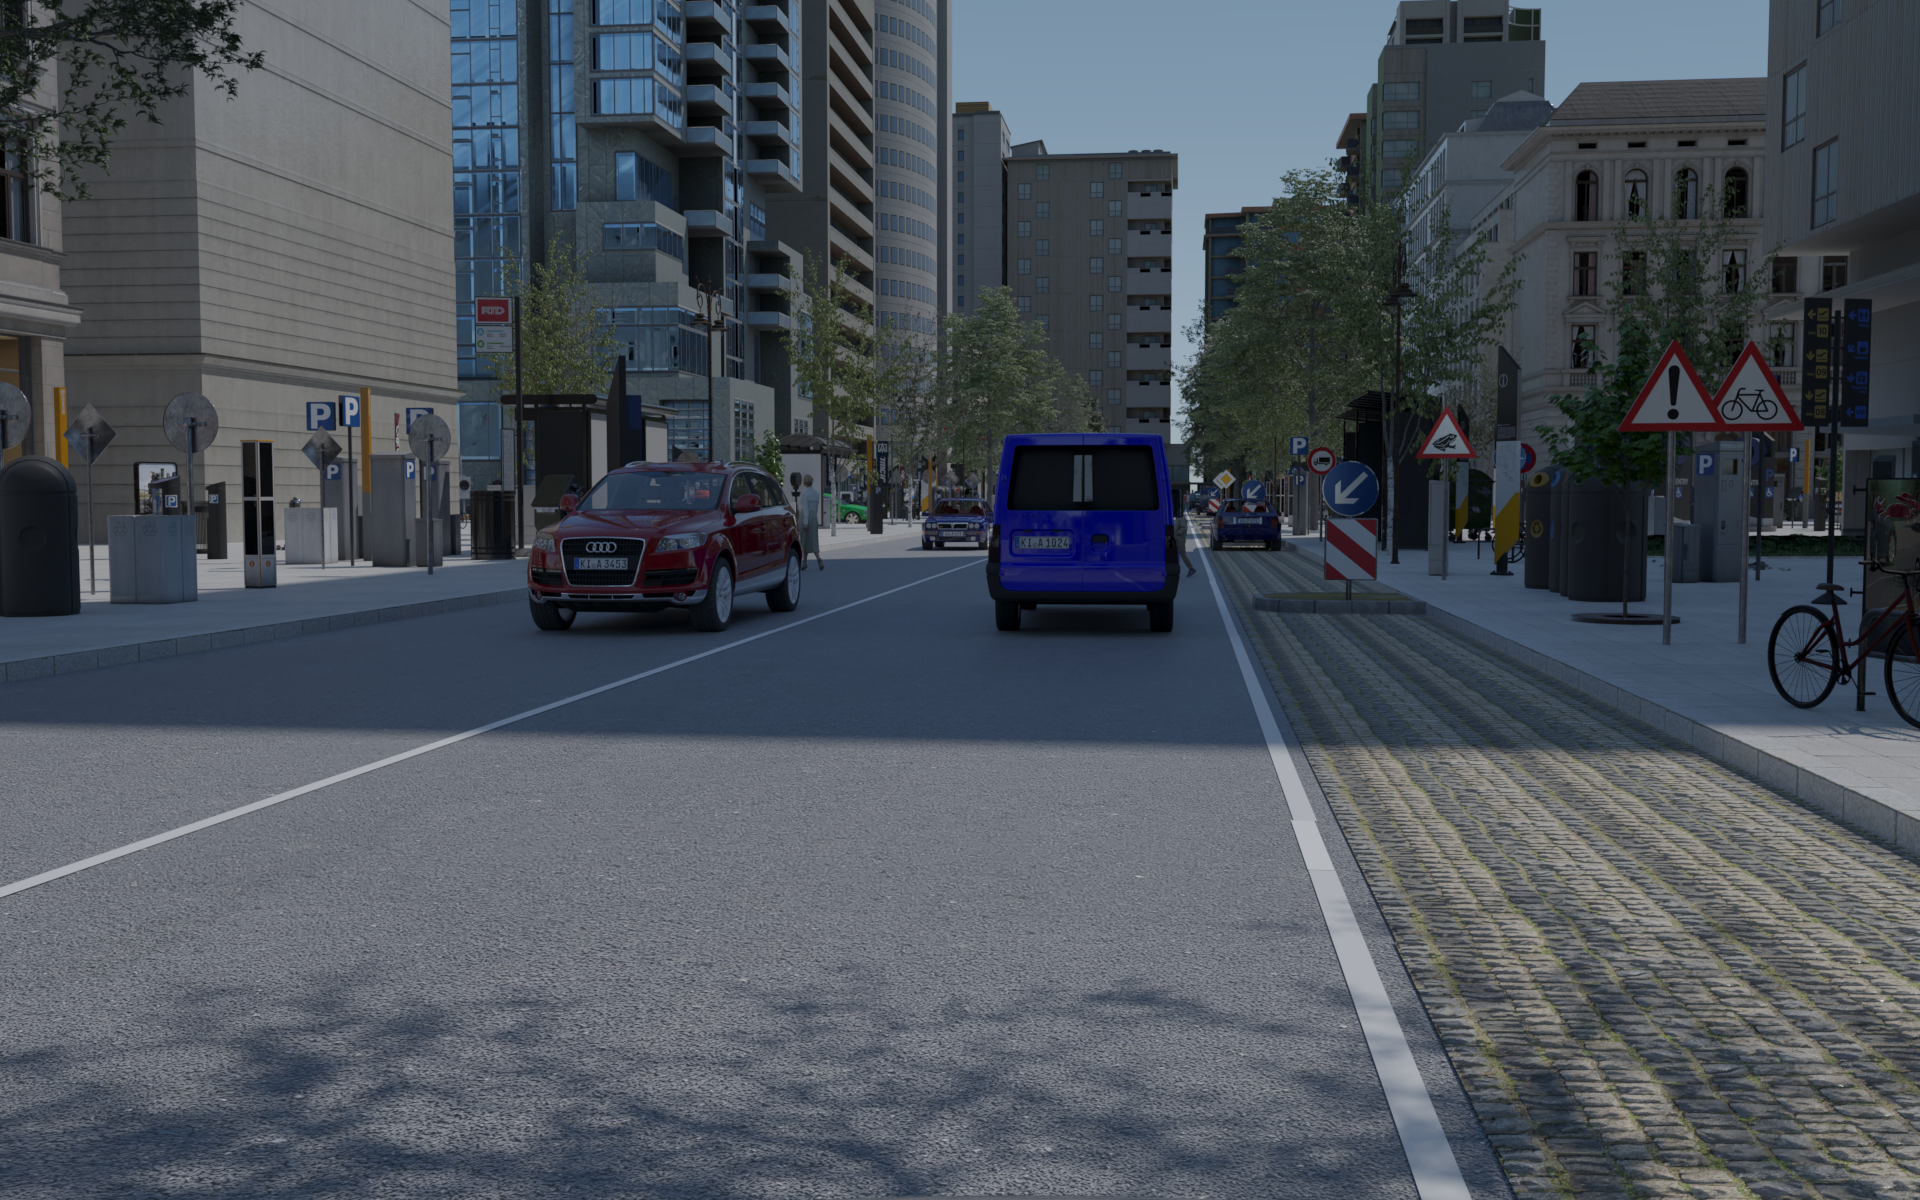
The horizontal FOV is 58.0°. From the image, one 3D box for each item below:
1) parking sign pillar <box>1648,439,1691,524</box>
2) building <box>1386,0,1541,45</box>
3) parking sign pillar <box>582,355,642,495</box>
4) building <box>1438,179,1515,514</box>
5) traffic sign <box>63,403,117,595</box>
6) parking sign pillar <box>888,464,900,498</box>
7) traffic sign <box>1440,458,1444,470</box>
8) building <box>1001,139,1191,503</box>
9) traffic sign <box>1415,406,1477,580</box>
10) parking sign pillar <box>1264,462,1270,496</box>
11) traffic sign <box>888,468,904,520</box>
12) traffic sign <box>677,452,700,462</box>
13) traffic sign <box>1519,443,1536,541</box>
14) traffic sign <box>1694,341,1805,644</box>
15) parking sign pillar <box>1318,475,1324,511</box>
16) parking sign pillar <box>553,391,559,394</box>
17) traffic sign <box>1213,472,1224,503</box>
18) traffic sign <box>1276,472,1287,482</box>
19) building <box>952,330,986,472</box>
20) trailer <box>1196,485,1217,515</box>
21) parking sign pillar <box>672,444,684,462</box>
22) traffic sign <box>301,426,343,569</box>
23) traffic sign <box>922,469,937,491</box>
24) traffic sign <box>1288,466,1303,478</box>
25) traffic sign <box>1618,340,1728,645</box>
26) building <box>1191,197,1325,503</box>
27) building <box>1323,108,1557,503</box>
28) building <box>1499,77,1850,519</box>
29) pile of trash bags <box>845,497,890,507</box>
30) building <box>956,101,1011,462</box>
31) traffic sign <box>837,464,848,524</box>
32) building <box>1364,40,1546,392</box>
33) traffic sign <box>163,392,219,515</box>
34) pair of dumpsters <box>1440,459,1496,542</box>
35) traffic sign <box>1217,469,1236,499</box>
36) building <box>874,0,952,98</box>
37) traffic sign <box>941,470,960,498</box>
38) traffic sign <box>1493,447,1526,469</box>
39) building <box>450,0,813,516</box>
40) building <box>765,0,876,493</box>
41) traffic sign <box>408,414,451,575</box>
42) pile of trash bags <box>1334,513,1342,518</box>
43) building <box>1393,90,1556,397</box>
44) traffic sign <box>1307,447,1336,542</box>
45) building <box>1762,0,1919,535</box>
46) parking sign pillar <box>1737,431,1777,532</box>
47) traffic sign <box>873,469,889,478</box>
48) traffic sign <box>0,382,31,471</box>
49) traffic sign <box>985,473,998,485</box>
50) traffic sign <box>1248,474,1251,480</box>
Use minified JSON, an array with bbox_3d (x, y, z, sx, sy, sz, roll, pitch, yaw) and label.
[{"bbox_3d":[24.737,-4.453,61.281,1.447,3.967,1.447,-1,4,-18],"label":"parking sign pillar"},{"bbox_3d":[73.512,-49.879,253.775,20.611,71.187,20.563,0,4,7],"label":"building"},{"bbox_3d":[-6.684,-2.809,34.395,1.447,3.967,1.447,-1,4,-22],"label":"parking sign pillar"},{"bbox_3d":[37.643,-15.755,112.354,10.420,20.320,16.860,0,4,7],"label":"building"},{"bbox_3d":[-11.040,-1.272,21.990,0.795,2.450,0.064,1,4,14],"label":"traffic sign"},{"bbox_3d":[-6.055,-10.229,155.708,1.447,3.967,1.447,1,4,18],"label":"parking sign pillar"},{"bbox_3d":[14.327,-3.195,52.339,0.768,2.556,0.104,1,4,12],"label":"traffic sign"},{"bbox_3d":[21.436,-41.290,264.330,27.495,52.752,28.713,0,4,7],"label":"building"},{"bbox_3d":[7.217,-1.575,25.750,0.884,2.594,0.081,1,4,14],"label":"traffic sign"},{"bbox_3d":[20.272,-7.717,114.643,1.447,3.967,1.447,1,4,12],"label":"parking sign pillar"},{"bbox_3d":[-3.156,-5.246,85.773,0.884,2.594,0.081,1,4,13],"label":"traffic sign"},{"bbox_3d":[-8.145,-3.169,51.911,0.768,2.556,0.104,1,4,11],"label":"traffic sign"},{"bbox_3d":[14.043,-2.652,43.468,0.768,2.556,0.104,0,4,8],"label":"traffic sign"},{"bbox_3d":[6.712,-0.904,14.788,0.884,2.594,0.081,1,4,10],"label":"traffic sign"},{"bbox_3d":[27.282,-8.783,132.078,1.447,3.967,1.447,0,4,2],"label":"parking sign pillar"},{"bbox_3d":[-10.551,-3.439,44.702,1.447,3.967,1.447,-1,4,-11],"label":"parking sign pillar"},{"bbox_3d":[11.853,-4.583,78.566,0.795,2.450,0.064,0,4,7],"label":"traffic sign"},{"bbox_3d":[18.814,-6.222,101.830,0.768,2.556,0.104,1,4,12],"label":"traffic sign"},{"bbox_3d":[-12.626,-22.102,206.411,28.899,21.520,27.650,0,4,7],"label":"building"},{"bbox_3d":[16.104,-6.461,112.687,1.471,1.999,3.904,0,4,5],"label":"trailer"},{"bbox_3d":[-14.928,-6.450,93.937,1.447,3.967,1.447,-1,4,-16],"label":"parking sign pillar"},{"bbox_3d":[-10.838,-1.727,29.420,0.795,2.450,0.064,1,4,14],"label":"traffic sign"},{"bbox_3d":[-1.585,-5.416,88.657,0.768,2.556,0.104,1,4,12],"label":"traffic sign"},{"bbox_3d":[15.497,-4.879,79.884,0.768,2.556,0.104,1,4,16],"label":"traffic sign"},{"bbox_3d":[6.020,-0.898,14.680,0.884,2.594,0.081,1,4,9],"label":"traffic sign"},{"bbox_3d":[49.099,-36.948,258.715,28.867,44.769,22.147,0,4,7],"label":"building"},{"bbox_3d":[53.998,-33.099,195.786,22.147,44.769,28.867,0,4,7],"label":"building"},{"bbox_3d":[40.204,-16.178,93.387,19.941,23.489,11.050,0,4,7],"label":"building"},{"bbox_3d":[-5.852,-6.005,107.939,3.447,1.369,1.912,3,5,43],"label":"pile of trash bags"},{"bbox_3d":[-6.631,-44.172,264.217,28.212,58.520,21.231,0,4,7],"label":"building"},{"bbox_3d":[-5.136,-4.496,73.614,0.768,2.556,0.104,1,4,13],"label":"traffic sign"},{"bbox_3d":[45.489,-29.189,160.827,14.154,41.232,14.086,0,4,7],"label":"building"},{"bbox_3d":[-9.600,-1.315,21.605,0.768,2.556,0.104,1,4,11],"label":"traffic sign"},{"bbox_3d":[13.881,-2.810,48.431,1.574,2.255,4.437,0,4,7],"label":"pair of dumpsters"},{"bbox_3d":[10.850,-4.098,70.644,0.795,2.450,0.064,0,4,7],"label":"traffic sign"},{"bbox_3d":[-12.986,-38.467,170.926,21.231,58.520,28.212,0,4,7],"label":"building"},{"bbox_3d":[-0.402,-4.186,72.084,0.795,2.450,0.064,0,4,7],"label":"traffic sign"},{"bbox_3d":[13.417,-2.585,42.368,0.768,2.556,0.104,1,4,12],"label":"traffic sign"},{"bbox_3d":[-21.760,-48.743,109.617,22.319,86.520,31.000,0,4,7],"label":"building"},{"bbox_3d":[-19.432,-31.883,144.991,21.300,48.544,21.600,0,4,7],"label":"building"},{"bbox_3d":[-8.435,-1.676,27.514,0.768,2.556,0.104,1,4,16],"label":"traffic sign"},{"bbox_3d":[14.827,-3.228,62.529,1.912,1.369,3.447,3,4,36],"label":"pile of trash bags"},{"bbox_3d":[41.195,-21.897,135.502,11.434,29.767,29.804,0,4,7],"label":"building"},{"bbox_3d":[9.749,-2.850,46.700,0.768,2.556,0.104,1,4,15],"label":"traffic sign"},{"bbox_3d":[36.595,-27.462,38.250,28.713,52.752,27.495,0,4,7],"label":"building"},{"bbox_3d":[27.192,-4.329,59.244,1.447,3.967,1.447,-1,4,-21],"label":"parking sign pillar"},{"bbox_3d":[-3.742,-5.013,82.073,0.768,2.556,0.104,1,4,13],"label":"traffic sign"},{"bbox_3d":[-10.891,-1.196,19.660,0.768,2.556,0.104,1,4,9],"label":"traffic sign"},{"bbox_3d":[1.820,-6.195,101.388,0.768,2.556,0.104,0,4,8],"label":"traffic sign"},{"bbox_3d":[18.217,-6.567,107.480,0.768,2.556,0.104,1,4,14],"label":"traffic sign"}]
